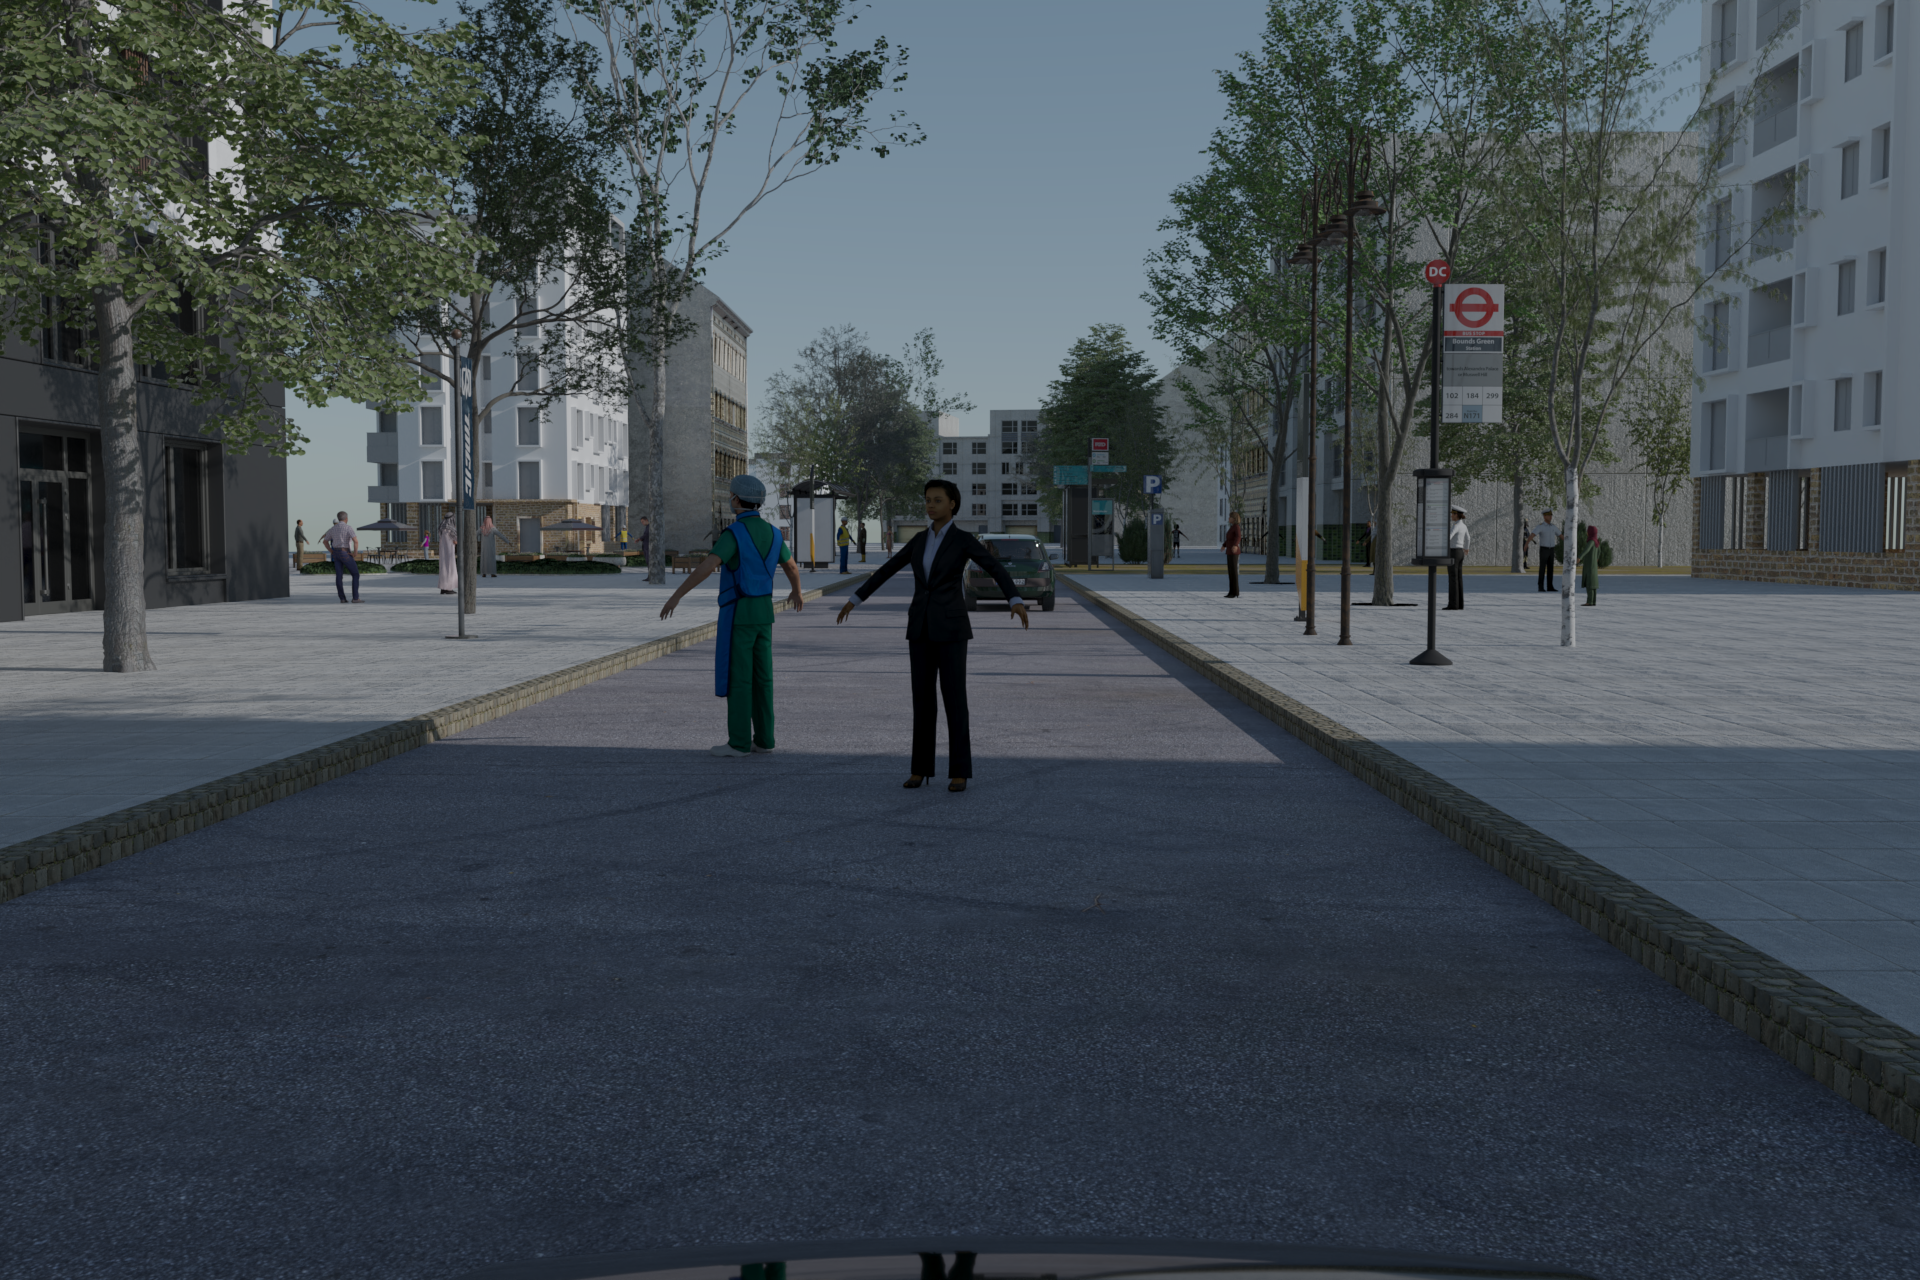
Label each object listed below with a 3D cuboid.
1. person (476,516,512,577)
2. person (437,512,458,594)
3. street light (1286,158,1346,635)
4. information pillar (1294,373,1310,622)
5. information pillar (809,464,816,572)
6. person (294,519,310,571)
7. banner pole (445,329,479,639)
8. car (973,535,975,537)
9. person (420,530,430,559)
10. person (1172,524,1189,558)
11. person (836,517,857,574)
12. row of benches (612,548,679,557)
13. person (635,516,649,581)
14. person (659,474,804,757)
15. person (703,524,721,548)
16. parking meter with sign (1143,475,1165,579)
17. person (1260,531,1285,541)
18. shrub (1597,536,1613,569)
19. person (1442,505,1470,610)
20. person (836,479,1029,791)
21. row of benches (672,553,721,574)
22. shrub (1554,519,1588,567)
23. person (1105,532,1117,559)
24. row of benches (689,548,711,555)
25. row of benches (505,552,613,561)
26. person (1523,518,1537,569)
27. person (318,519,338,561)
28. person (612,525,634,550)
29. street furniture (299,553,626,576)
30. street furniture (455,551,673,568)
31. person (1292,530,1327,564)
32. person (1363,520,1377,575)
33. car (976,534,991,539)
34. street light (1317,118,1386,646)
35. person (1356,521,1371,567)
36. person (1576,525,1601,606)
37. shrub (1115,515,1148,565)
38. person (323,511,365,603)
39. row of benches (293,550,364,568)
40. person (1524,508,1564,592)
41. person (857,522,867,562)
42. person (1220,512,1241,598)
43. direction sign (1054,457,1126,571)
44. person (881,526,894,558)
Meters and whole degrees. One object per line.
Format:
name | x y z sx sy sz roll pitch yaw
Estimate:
person | -13.988 -2.767 51.382 1.347 1.811 0.704 0 4 -3
person | -10.868 -1.843 36.850 0.551 1.740 0.621 3 4 36
street light | 4.453 -3.000 21.843 0.468 5.910 1.993 0 4 1
information pillar | 5.039 -2.087 25.484 0.183 3.616 0.504 0 4 1
information pillar | -4.955 -4.080 58.068 0.183 3.616 0.504 0 4 3
person | -23.099 -3.328 60.681 0.705 1.796 1.348 -3 4 -37
banner pole | -6.144 -1.924 21.482 0.401 3.779 0.863 0 4 1
car | 0.585 -8.299 147.695 2.014 1.417 4.499 0 4 1
person | -21.077 -3.604 68.192 0.599 1.433 0.991 0 4 -4
person | 11.768 -5.383 94.149 1.345 1.843 0.704 1 4 16
person | -3.670 -3.016 55.283 0.705 1.833 1.349 1 4 21
row of benches | -13.574 -3.654 75.204 1.422 0.672 4.104 2 4 27
person | -8.562 -2.479 47.028 0.568 1.767 0.683 -2 4 -31
person | -1.405 -0.163 11.247 0.704 1.817 1.347 2 4 33
person | -12.623 -5.099 89.498 1.348 1.813 0.705 0 4 5
parking meter with sign | 5.681 -3.313 50.430 0.543 3.016 1.738 0 4 0
person | 16.602 -5.269 92.077 1.347 1.837 0.705 1 4 14
shrub | 23.686 -3.239 64.081 1.383 1.207 1.383 0 3 0
person | 8.313 -1.395 29.277 0.721 1.778 1.216 3 5 41
person | -0.152 -0.030 9.665 1.216 1.740 0.721 2 4 29
row of benches | -8.585 -2.585 57.723 1.422 0.672 4.104 1 4 11
shrub | 24.074 -3.886 67.957 1.690 2.028 1.600 0 3 0
person | 7.788 -5.158 90.526 1.347 1.806 0.705 1 4 14
row of benches | -10.152 -3.641 74.992 4.104 0.672 1.422 2 4 35
row of benches | -13.839 -2.761 60.605 4.104 0.672 1.422 0 4 7
person | 20.642 -3.517 63.290 1.354 1.856 0.705 -3 5 -44
person | -22.737 -3.503 63.132 1.347 1.847 0.705 0 4 -7
person | -18.445 -5.409 94.897 1.216 1.772 0.721 -2 4 -28
street furniture | -15.661 -2.463 55.894 10.072 0.657 5.734 0 4 5
street furniture | -14.786 -3.150 67.127 10.072 0.657 5.734 -3 5 -40
person | 13.984 -3.889 69.348 1.354 1.858 0.705 1 4 17
person | 12.907 -2.885 53.938 0.721 1.736 1.217 -1 4 -17
car | 1.593 -5.458 99.465 2.015 1.641 3.980 0 4 0
street light | 4.447 -2.877 19.831 0.468 5.910 1.993 0 4 1
person | 15.795 -3.710 66.888 0.704 1.802 1.346 -2 4 -24
person | 11.188 -1.325 30.874 0.599 1.438 0.989 3 5 39
shrub | 7.383 -4.208 72.835 1.661 2.075 1.752 0 3 0
person | -11.472 -1.550 32.318 0.756 1.711 0.436 2 4 26
row of benches | -24.642 -3.081 65.842 4.104 0.672 1.422 -3 5 -39
person | 13.069 -2.001 38.509 1.343 1.855 0.704 -1 4 -19
person | -4.420 -4.420 78.398 0.704 1.812 1.346 -1 4 -15
person | 5.394 -1.704 34.669 0.721 1.729 1.215 0 4 -3
direction sign | 4.521 -4.339 59.704 2.525 3.948 1.411 0 4 0
person | -3.803 -5.188 91.620 0.721 1.733 1.217 -2 4 -33
